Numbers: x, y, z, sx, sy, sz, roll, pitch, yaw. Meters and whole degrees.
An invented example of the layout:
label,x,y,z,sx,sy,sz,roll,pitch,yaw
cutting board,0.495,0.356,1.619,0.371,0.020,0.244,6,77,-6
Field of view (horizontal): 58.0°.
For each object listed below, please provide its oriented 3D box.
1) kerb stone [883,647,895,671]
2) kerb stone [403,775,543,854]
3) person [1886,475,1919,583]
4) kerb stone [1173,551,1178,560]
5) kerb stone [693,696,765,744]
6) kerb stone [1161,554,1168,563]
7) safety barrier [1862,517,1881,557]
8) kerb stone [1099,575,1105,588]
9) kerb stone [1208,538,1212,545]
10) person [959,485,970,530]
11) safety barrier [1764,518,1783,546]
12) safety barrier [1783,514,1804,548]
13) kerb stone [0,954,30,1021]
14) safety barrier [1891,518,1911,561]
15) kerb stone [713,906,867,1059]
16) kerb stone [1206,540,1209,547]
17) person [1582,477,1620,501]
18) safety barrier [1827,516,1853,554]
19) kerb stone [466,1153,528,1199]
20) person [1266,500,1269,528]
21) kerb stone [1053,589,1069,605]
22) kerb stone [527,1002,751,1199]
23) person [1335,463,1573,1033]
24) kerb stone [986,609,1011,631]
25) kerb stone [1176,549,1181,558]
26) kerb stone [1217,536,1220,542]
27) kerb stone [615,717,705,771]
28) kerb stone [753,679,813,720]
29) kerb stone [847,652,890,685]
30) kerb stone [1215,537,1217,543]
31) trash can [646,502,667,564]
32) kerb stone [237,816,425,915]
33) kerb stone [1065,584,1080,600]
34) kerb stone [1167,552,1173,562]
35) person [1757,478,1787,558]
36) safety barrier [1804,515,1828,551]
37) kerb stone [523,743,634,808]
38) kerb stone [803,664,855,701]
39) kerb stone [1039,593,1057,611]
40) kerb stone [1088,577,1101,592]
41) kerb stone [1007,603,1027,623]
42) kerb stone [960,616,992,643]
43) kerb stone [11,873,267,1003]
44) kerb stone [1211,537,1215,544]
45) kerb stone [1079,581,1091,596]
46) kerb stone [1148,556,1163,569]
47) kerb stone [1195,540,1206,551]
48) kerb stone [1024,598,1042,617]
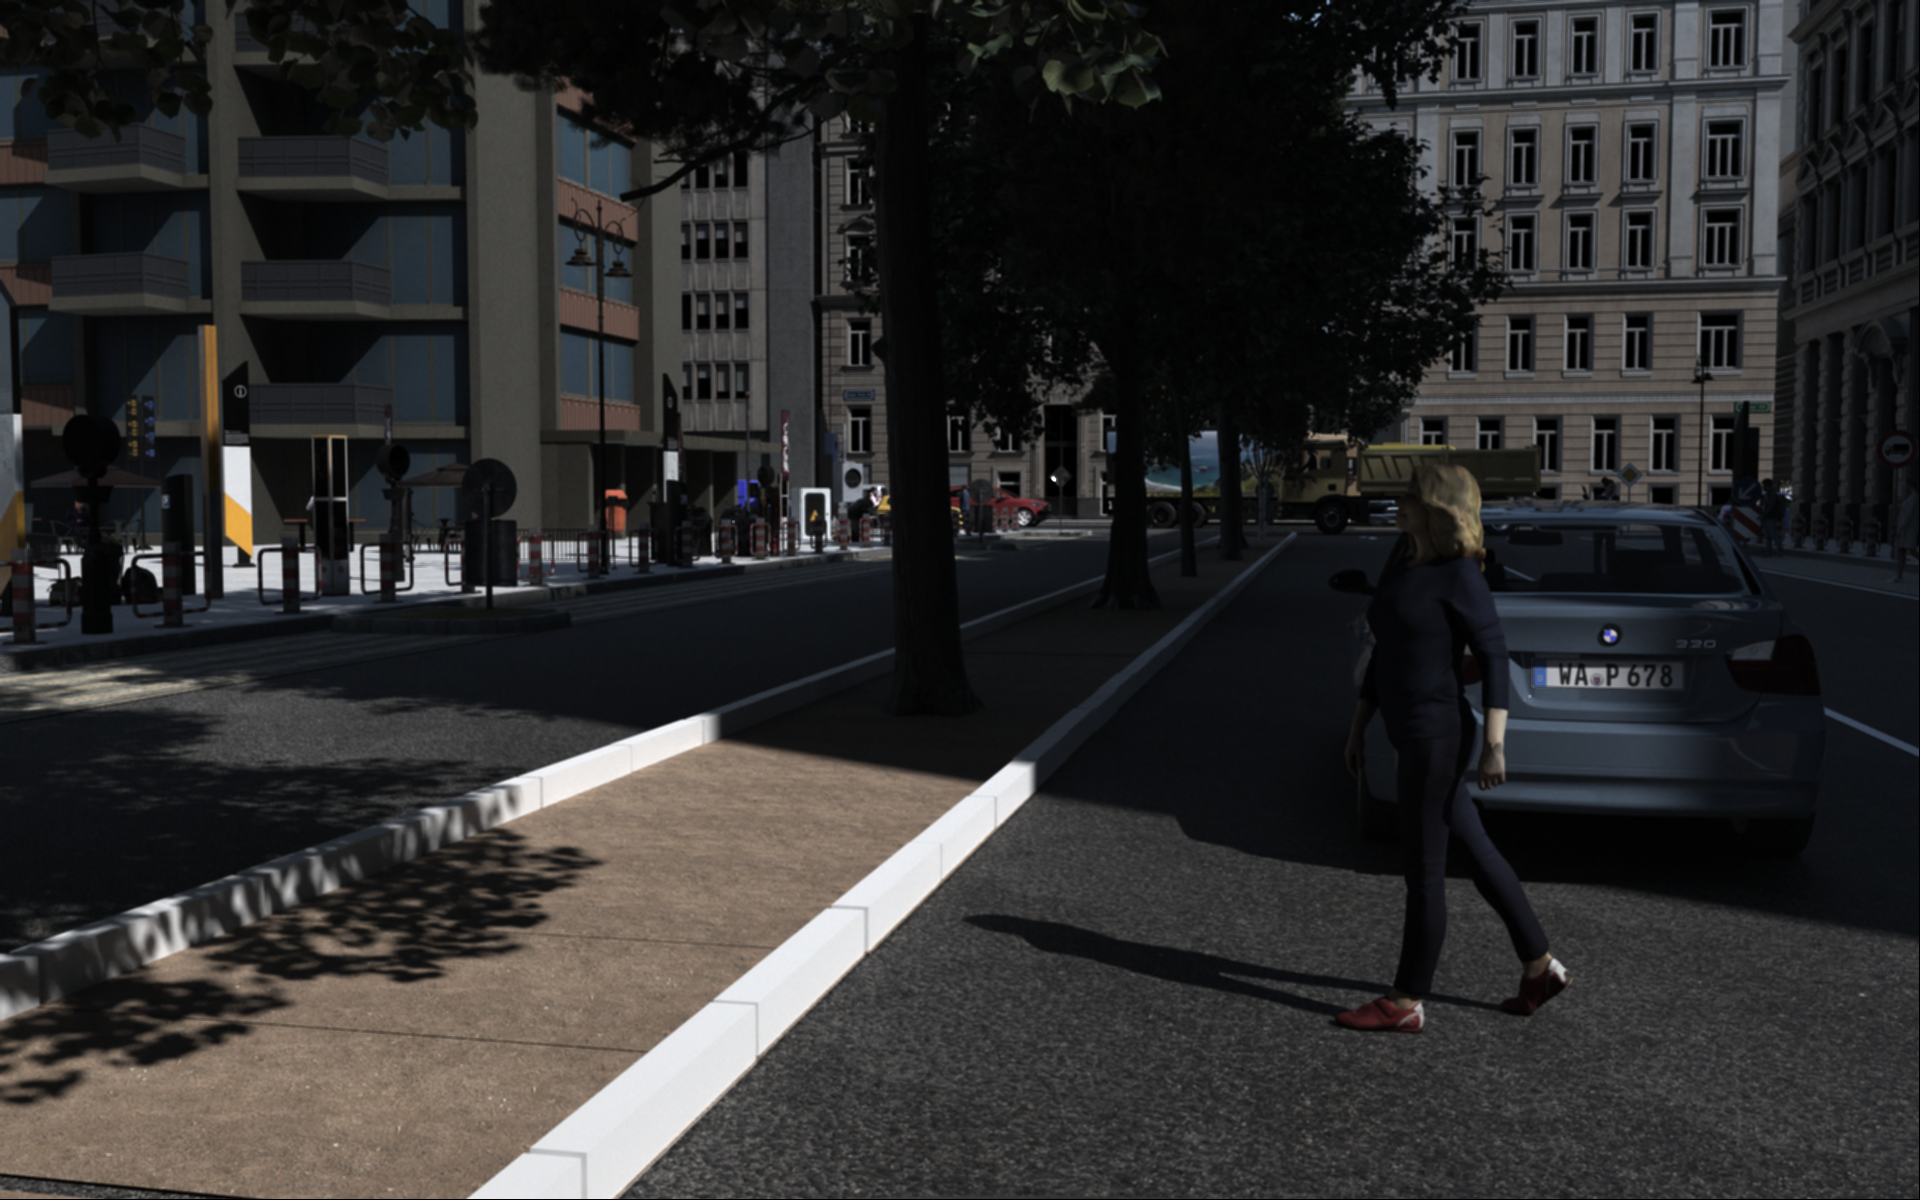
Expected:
label,x,y,z,sx,sy,sz,roll,pitch,yaw
kerb stone,-0.522,0.482,14.374,0.120,0.150,1.000,1,4,12
kerb stone,-2.063,0.908,7.351,0.120,0.150,1.000,1,4,12
person,15.274,-1.132,27.757,0.760,1.731,0.466,0,4,1
kerb stone,4.552,-0.935,37.479,0.120,0.150,1.000,1,4,12
kerb stone,-1.400,0.724,10.353,0.120,0.150,1.000,1,4,12
kerb stone,4.103,-0.812,35.466,0.120,0.150,1.000,1,4,12
safety barrier,18.614,-1.290,35.360,0.300,0.817,1.120,1,4,12
kerb stone,2.121,-0.259,26.426,0.120,0.150,1.000,1,4,12
kerb stone,6.748,-1.540,47.498,0.120,0.150,1.000,1,4,12
person,0.174,-3.586,67.311,0.419,1.800,0.721,0,4,2
safety barrier,20.268,-1.750,42.888,0.300,0.817,1.120,1,4,12
safety barrier,19.856,-1.635,41.012,0.300,0.817,1.120,1,4,12
kerb stone,-2.725,1.092,4.339,0.120,0.150,1.000,1,4,12
safety barrier,18.205,-1.175,33.484,0.300,0.817,1.120,1,4,12
kerb stone,-0.462,1.062,4.882,0.120,0.150,1.000,1,4,12
kerb stone,6.529,-1.480,46.497,0.120,0.150,1.000,1,4,12
person,11.099,-1.261,29.925,0.742,1.727,0.445,-2,4,-29
safety barrier,19.034,-1.406,37.256,0.300,0.817,1.120,1,4,12
kerb stone,-0.898,1.182,2.875,0.120,0.150,1.000,1,4,12
person,11.676,-3.504,66.337,0.362,1.759,0.519,0,4,6
kerb stone,1.243,-0.013,22.407,0.120,0.150,1.000,1,4,12
kerb stone,-0.678,1.120,3.876,0.120,0.150,1.000,1,4,12
person,1.335,0.390,4.661,0.613,1.512,0.480,-2,4,-26
kerb stone,0.359,0.233,18.394,0.120,0.150,1.000,1,4,12
kerb stone,4.768,-0.995,38.481,0.120,0.150,1.000,1,4,12
kerb stone,7.412,-1.732,50.510,0.120,0.150,1.000,1,4,12
kerb stone,-1.630,0.785,9.354,0.120,0.150,1.000,1,4,12
kerb stone,-1.187,0.663,11.355,0.120,0.150,1.000,1,4,12
kerb stone,-0.741,0.541,13.359,0.120,0.150,1.000,1,4,12
kerb stone,7.183,-1.670,49.505,0.120,0.150,1.000,1,4,12
trash can,-5.408,-1.242,31.960,0.748,1.137,0.748,0,3,0
kerb stone,-2.285,0.969,6.350,0.120,0.150,1.000,1,4,12
kerb stone,1.457,-0.075,23.418,0.120,0.150,1.000,1,4,12
kerb stone,4.325,-0.873,36.474,0.120,0.150,1.000,1,4,12
person,18.108,-1.826,38.707,0.721,1.781,0.623,0,4,6
safety barrier,19.444,-1.521,39.139,0.300,0.817,1.120,1,4,12
kerb stone,-1.842,0.847,8.351,0.120,0.150,1.000,1,4,12
kerb stone,-0.963,0.602,12.355,0.120,0.150,1.000,1,4,12
kerb stone,1.023,0.048,21.403,0.120,0.150,1.000,1,4,12
kerb stone,1.902,-0.198,25.425,0.120,0.150,1.000,1,4,12
kerb stone,0.574,0.173,19.396,0.120,0.150,1.000,1,4,12
kerb stone,0.137,0.299,17.389,0.120,0.150,1.000,1,4,12
kerb stone,-2.501,1.032,5.339,0.120,0.150,1.000,1,4,12
kerb stone,6.972,-1.609,48.497,0.120,0.150,1.000,1,4,12
kerb stone,1.678,-0.136,24.423,0.120,0.150,1.000,1,4,12
kerb stone,3.878,-0.748,34.467,0.120,0.150,1.000,1,4,12
kerb stone,6.306,-1.425,45.496,0.120,0.150,1.000,1,4,12
kerb stone,0.795,0.110,20.399,0.120,0.150,1.000,1,4,12
